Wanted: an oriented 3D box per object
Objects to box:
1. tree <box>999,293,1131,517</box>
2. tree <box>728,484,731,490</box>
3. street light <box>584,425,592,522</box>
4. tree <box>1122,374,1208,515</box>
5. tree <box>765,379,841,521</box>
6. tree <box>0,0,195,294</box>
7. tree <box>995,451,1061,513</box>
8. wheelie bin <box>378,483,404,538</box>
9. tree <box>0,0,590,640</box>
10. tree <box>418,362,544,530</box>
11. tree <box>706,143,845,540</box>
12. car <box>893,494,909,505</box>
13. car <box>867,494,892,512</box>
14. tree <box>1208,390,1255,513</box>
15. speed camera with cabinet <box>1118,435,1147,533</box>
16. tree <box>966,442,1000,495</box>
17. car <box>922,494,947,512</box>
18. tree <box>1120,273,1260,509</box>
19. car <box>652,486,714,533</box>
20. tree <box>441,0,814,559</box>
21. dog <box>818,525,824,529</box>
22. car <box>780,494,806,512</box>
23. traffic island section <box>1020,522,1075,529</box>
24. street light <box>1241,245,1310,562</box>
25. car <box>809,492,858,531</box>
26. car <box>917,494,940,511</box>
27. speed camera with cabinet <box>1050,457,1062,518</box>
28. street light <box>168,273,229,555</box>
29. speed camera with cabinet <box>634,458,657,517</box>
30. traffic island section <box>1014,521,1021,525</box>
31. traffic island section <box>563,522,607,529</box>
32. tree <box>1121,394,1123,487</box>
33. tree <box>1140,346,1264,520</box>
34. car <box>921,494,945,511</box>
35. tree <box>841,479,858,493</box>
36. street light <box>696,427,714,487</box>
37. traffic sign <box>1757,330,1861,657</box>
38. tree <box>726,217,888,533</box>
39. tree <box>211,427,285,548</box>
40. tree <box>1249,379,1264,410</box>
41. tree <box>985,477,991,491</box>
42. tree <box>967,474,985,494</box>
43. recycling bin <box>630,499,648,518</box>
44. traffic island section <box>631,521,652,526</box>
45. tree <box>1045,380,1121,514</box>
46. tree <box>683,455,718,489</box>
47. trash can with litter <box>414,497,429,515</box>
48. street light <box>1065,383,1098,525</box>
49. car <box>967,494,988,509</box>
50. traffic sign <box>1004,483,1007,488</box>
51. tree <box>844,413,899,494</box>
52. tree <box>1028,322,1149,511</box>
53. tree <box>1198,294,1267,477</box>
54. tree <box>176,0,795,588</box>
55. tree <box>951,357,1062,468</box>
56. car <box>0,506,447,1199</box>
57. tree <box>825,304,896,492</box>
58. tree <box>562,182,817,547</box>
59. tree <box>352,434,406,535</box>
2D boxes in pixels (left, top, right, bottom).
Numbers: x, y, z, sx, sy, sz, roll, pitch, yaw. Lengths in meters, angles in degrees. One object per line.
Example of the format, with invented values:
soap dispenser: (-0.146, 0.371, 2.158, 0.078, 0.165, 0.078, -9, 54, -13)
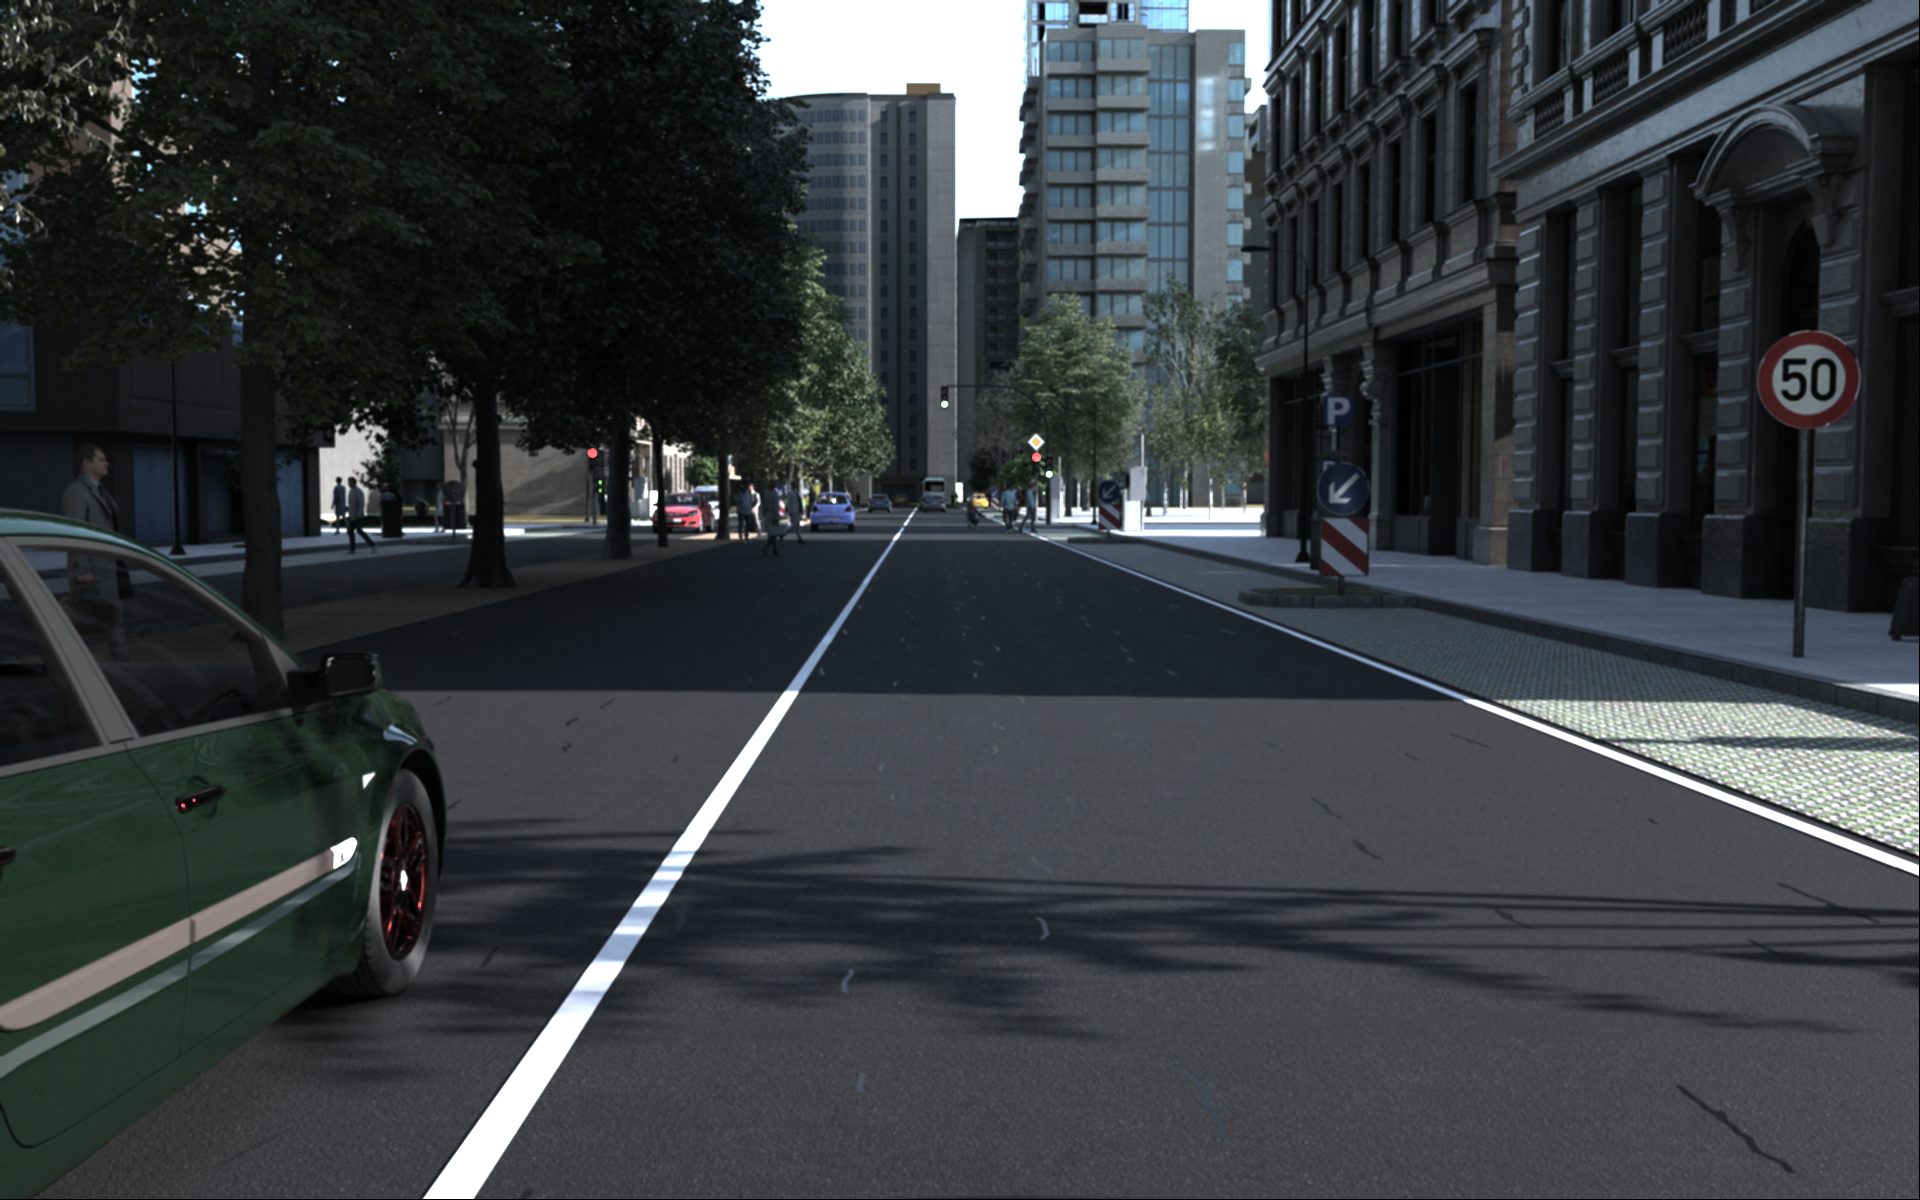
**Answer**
tree: (5.876, -11.027, 98.424, 7.486, 12.596, 7.792, 0, 3, 0)
tree: (-18.663, -8.668, 136.322, 1.663, 3.219, 1.824, 0, 3, 0)
street light: (-16.767, -6.597, 80.409, 1.470, 5.913, 1.316, 0, 4, -1)
tree: (12.706, -9.587, 107.113, 4.360, 8.622, 3.978, 0, 3, 0)
tree: (-8.154, -7.936, 82.573, 4.737, 8.622, 4.395, 0, 3, 0)
tree: (-7.197, -3.560, 11.032, 4.360, 8.622, 3.978, 0, 3, 0)
tree: (5.240, -8.292, 119.293, 4.285, 4.588, 4.351, 0, 3, 0)
wheelie bin: (-16.630, -2.612, 50.614, 0.693, 1.594, 0.980, -2, 4, -24)
tree: (-6.918, -5.893, 16.930, 7.486, 12.596, 7.792, 0, 3, 0)
tree: (-18.015, -8.356, 62.380, 9.928, 11.665, 9.643, 0, 3, 0)
tree: (-7.525, -8.177, 54.273, 7.486, 12.596, 7.792, 0, 3, 0)
car: (-7.460, -12.777, 219.125, 2.015, 1.641, 3.980, 0, 4, -3)
car: (-6.331, -7.608, 136.395, 2.014, 1.417, 4.499, 0, 4, -1)
tree: (18.511, -10.446, 121.156, 4.360, 8.622, 3.978, 0, 3, 0)
speed camera with cabinet: (5.786, -3.910, 58.261, 0.660, 3.252, 2.038, 0, 4, -5)
tree: (2.998, -16.443, 219.210, 4.360, 8.622, 3.978, 0, 3, 0)
car: (-1.991, -7.593, 136.144, 2.014, 1.417, 4.499, 0, 4, -1)
tree: (19.495, -17.789, 146.746, 12.611, 20.169, 13.585, 0, 3, 0)
car: (-10.301, -3.390, 64.462, 2.155, 1.783, 4.494, 0, 3, 0)
tree: (-7.549, -7.870, 37.786, 9.857, 13.997, 8.962, 0, 3, 0)
dog: (-5.783, -3.223, 71.985, 0.406, 0.507, 0.540, -2, 4, -26)
car: (-13.564, -8.059, 140.560, 1.959, 1.807, 4.718, 0, 4, 0)
traffic island section: (3.708, -3.071, 72.485, 2.009, 0.180, 2.903, 0, 4, -1)
street light: (5.934, -3.666, 32.476, 1.470, 5.913, 1.316, 0, 4, -1)
car: (-4.985, -3.569, 67.946, 1.945, 1.707, 3.694, 0, 4, -3)
car: (-2.642, -8.464, 150.187, 2.131, 1.459, 4.920, 0, 4, -1)
speed camera with cabinet: (5.129, -6.003, 92.480, 0.660, 3.252, 2.038, 0, 4, 5)
street light: (-15.928, -3.899, 36.287, 1.470, 5.913, 1.316, 0, 4, -1)
speed camera with cabinet: (-17.550, -6.256, 96.629, 0.660, 3.252, 2.038, 1, 4, 13)
traffic island section: (3.551, -3.559, 80.468, 2.009, 0.180, 2.903, 0, 4, -1)
traffic island section: (-15.230, -3.048, 72.119, 2.009, 0.180, 2.903, 0, 4, -1)
tree: (10.962, -10.460, 121.384, 4.360, 8.622, 3.978, 0, 3, 0)
tree: (12.209, -8.249, 85.226, 4.737, 8.622, 4.395, 0, 3, 0)
car: (-2.239, -8.245, 144.597, 2.009, 1.686, 4.222, 0, 4, 0)
tree: (-9.309, -10.856, 130.319, 4.737, 8.622, 4.395, 0, 3, 0)
street light: (-17.711, -9.028, 120.146, 1.470, 5.913, 1.316, 0, 4, -1)
traffic sign: (6.598, -0.822, 13.553, 0.768, 2.556, 0.104, 0, 4, 7)
tree: (-7.666, -8.311, 64.089, 9.928, 11.665, 9.643, 0, 3, 0)
tree: (-17.018, -2.899, 42.000, 1.663, 3.219, 1.824, 0, 3, 0)
tree: (25.662, -12.731, 133.910, 9.928, 11.665, 9.643, 0, 3, 0)
tree: (4.660, -9.398, 137.375, 4.285, 4.588, 4.351, 0, 3, 0)
tree: (2.592, -15.258, 233.180, 4.285, 4.588, 4.351, 0, 3, 0)
recycling bin: (-17.508, -5.005, 94.383, 0.722, 1.027, 0.722, 2, 4, 35)
traffic island section: (-15.387, -3.536, 80.102, 2.009, 0.180, 2.903, 0, 4, -1)
tree: (7.911, -9.898, 112.194, 4.360, 8.622, 3.978, 0, 3, 0)
tree: (-18.945, -8.887, 129.022, 4.285, 4.588, 4.351, 0, 3, 0)
trash can with litter: (-22.316, -3.746, 72.630, 1.055, 1.170, 0.624, 0, 4, 4)
street light: (5.087, -6.103, 72.327, 1.470, 5.913, 1.316, 0, 4, -1)
car: (1.701, -9.416, 164.173, 2.015, 1.641, 3.980, 0, 4, -2)
traffic sign: (4.119, -8.947, 146.282, 0.884, 2.594, 0.081, 0, 4, 2)
tree: (-9.039, -12.287, 137.759, 8.767, 10.594, 7.601, 0, 4, -1)
tree: (9.448, -13.646, 129.767, 9.857, 13.997, 8.962, 0, 3, 0)
tree: (18.243, -11.682, 97.661, 9.857, 13.997, 8.962, 0, 3, 0)
tree: (-7.250, -6.540, 26.399, 9.611, 12.733, 9.660, 0, 3, 0)
tree: (4.472, -14.899, 153.962, 12.009, 13.543, 11.850, 0, 3, 0)
car: (-2.427, 0.370, 3.744, 2.009, 1.686, 4.222, 0, 4, 0)
tree: (-8.450, -10.490, 90.979, 9.611, 12.733, 9.660, 0, 3, 0)
tree: (-7.985, -6.717, 46.695, 8.767, 10.594, 7.601, 0, 4, -1)
tree: (-17.878, -3.648, 54.244, 1.663, 3.219, 1.824, 0, 3, 0)
